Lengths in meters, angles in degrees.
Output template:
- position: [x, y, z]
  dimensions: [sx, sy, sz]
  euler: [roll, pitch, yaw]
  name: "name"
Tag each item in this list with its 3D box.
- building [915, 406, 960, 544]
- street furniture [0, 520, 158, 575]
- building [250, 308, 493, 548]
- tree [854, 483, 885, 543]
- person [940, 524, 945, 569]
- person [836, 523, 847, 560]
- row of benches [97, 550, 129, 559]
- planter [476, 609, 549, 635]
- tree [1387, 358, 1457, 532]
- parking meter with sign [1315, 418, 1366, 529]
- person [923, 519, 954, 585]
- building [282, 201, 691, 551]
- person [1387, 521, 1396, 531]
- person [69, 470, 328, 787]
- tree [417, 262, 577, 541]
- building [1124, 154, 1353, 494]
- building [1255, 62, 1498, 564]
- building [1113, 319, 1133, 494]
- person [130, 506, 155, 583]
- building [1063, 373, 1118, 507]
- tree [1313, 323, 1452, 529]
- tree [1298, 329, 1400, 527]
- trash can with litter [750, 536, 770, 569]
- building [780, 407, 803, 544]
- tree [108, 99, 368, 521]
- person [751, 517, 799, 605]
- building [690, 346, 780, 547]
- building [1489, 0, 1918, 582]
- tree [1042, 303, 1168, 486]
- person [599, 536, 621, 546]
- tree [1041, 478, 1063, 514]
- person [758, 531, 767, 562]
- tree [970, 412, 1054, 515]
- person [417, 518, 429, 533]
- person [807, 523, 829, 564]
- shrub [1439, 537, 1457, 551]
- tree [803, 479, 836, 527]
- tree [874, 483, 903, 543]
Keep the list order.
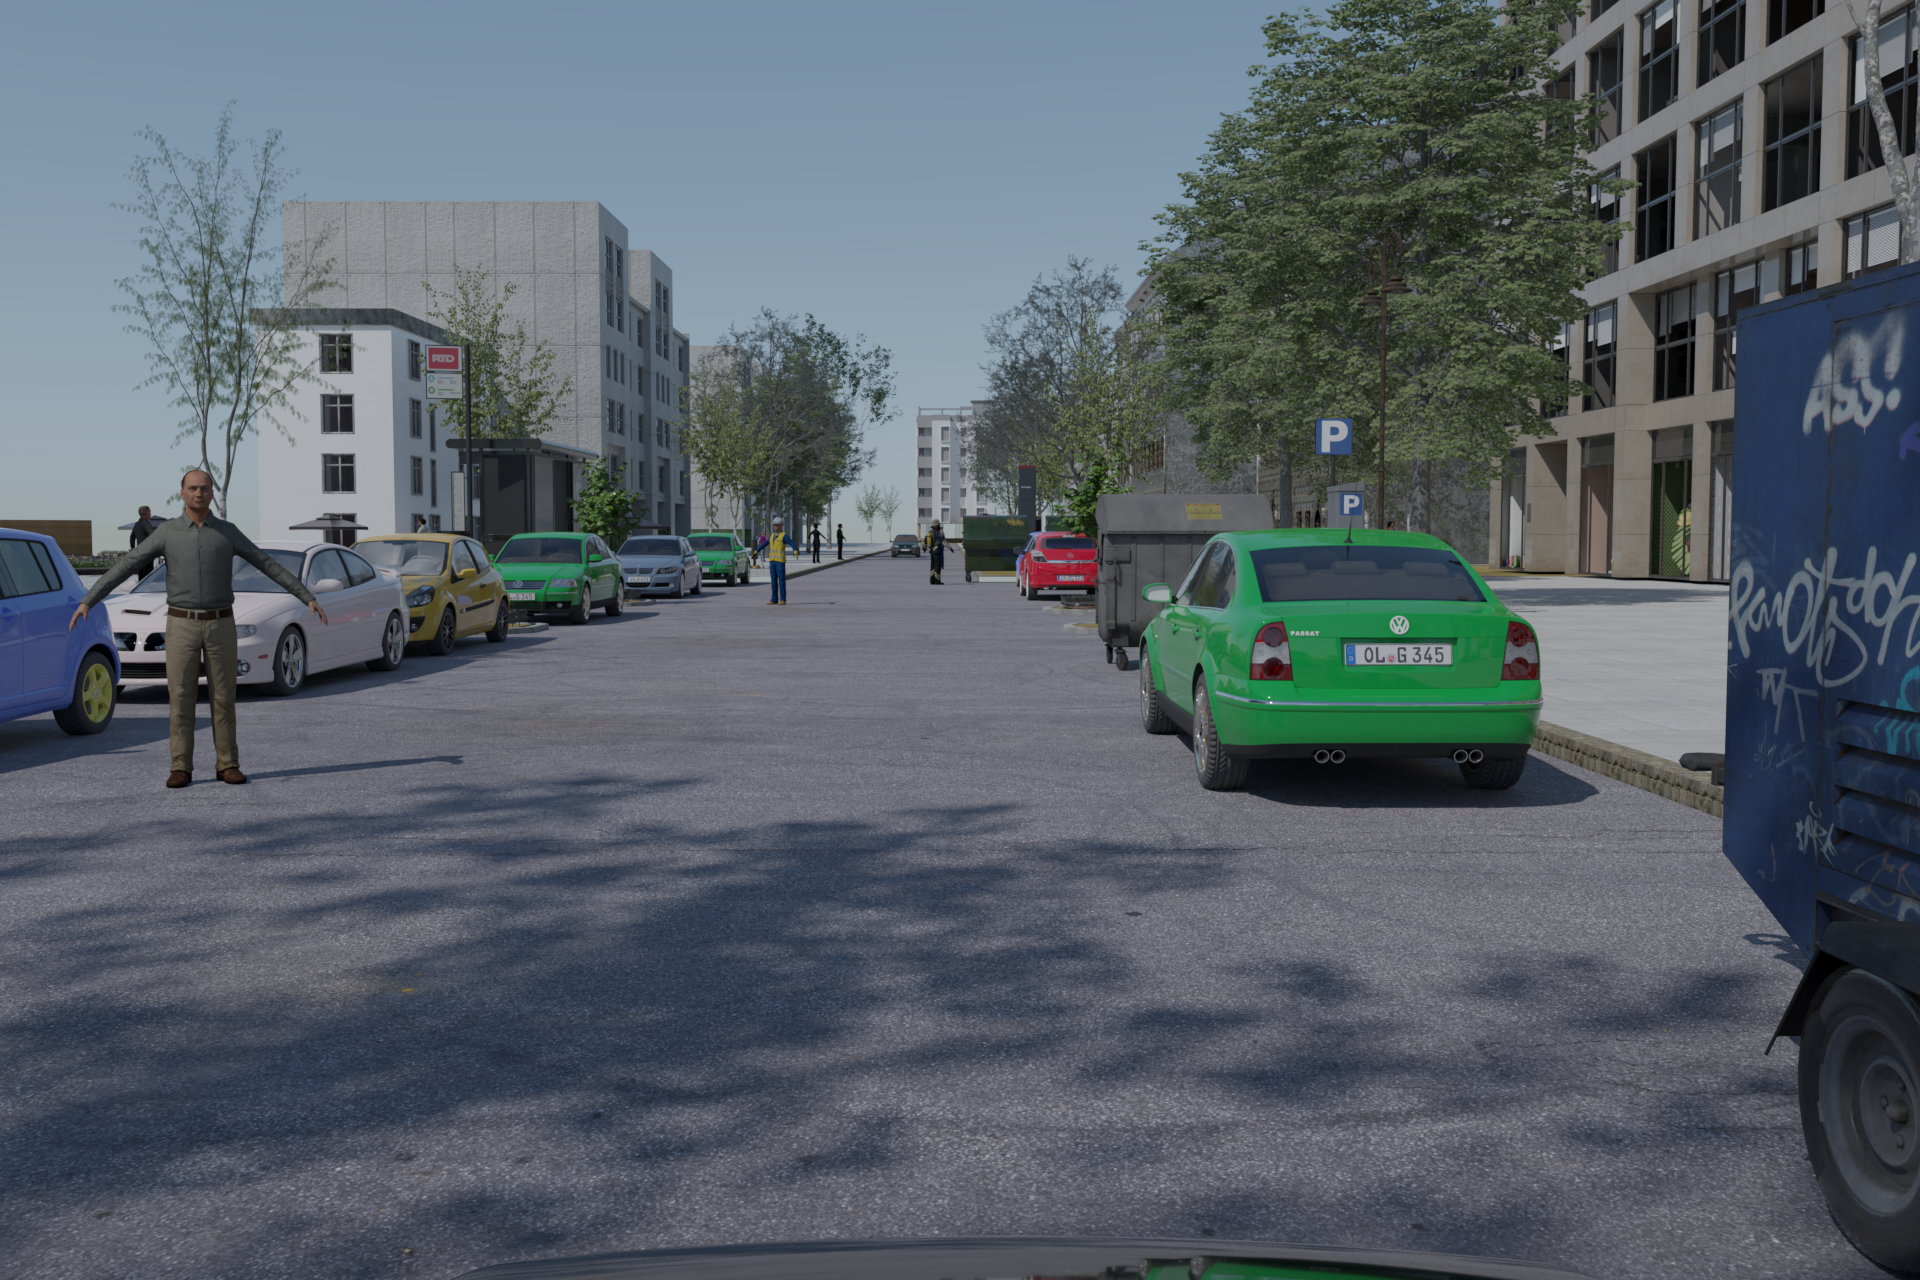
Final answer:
- position: [-6.054, -23.785, 247.767]
  dimensions: [11.380, 20.090, 16.016]
  euler: [0, 4, -1]
  name: "building"
- position: [-29.233, -2.937, 54.880]
  dimensions: [11.010, 1.723, 9.812]
  euler: [-3, 5, -44]
  name: "street furniture"
- position: [-25.659, -8.342, 78.533]
  dimensions: [9.099, 9.664, 28.070]
  euler: [0, 4, 0]
  name: "building"
- position: [-12.770, -17.977, 244.292]
  dimensions: [4.737, 8.622, 4.395]
  euler: [0, 3, 0]
  name: "tree"
- position: [-0.806, -3.816, 70.708]
  dimensions: [0.705, 1.847, 1.347]
  euler: [1, 4, 15]
  name: "person"
- position: [-5.924, -4.883, 86.021]
  dimensions: [0.705, 1.806, 1.347]
  euler: [-1, 4, -21]
  name: "person"
- position: [-32.148, -3.090, 65.987]
  dimensions: [1.422, 0.672, 4.104]
  euler: [-3, 4, -36]
  name: "row of benches"
- position: [-7.168, -0.267, 25.511]
  dimensions: [1.991, 0.319, 1.994]
  euler: [0, 4, 0]
  name: "planter"
- position: [17.893, -7.247, 68.859]
  dimensions: [4.360, 8.622, 3.978]
  euler: [0, 3, 0]
  name: "tree"
- position: [5.629, -1.780, 25.363]
  dimensions: [0.543, 3.016, 1.738]
  euler: [0, 3, 0]
  name: "parking meter with sign"
- position: [-0.657, -2.483, 48.841]
  dimensions: [0.705, 1.856, 1.354]
  euler: [-3, 4, -38]
  name: "person"
- position: [-27.587, -14.773, 107.995]
  dimensions: [16.747, 18.905, 31.486]
  euler: [0, 4, 0]
  name: "building"
- position: [18.065, -4.058, 72.492]
  dimensions: [1.345, 1.843, 0.704]
  euler: [-2, 4, -25]
  name: "person"
- position: [-4.337, -0.072, 9.902]
  dimensions: [1.348, 1.796, 0.705]
  euler: [-2, 4, -28]
  name: "person"
- position: [-12.719, -5.910, 46.984]
  dimensions: [4.737, 8.622, 4.395]
  euler: [0, 3, 0]
  name: "tree"
- position: [20.657, -16.794, 105.510]
  dimensions: [19.493, 23.208, 18.063]
  euler: [0, 4, -1]
  name: "building"
- position: [25.010, -15.332, 81.609]
  dimensions: [19.493, 23.208, 18.063]
  euler: [0, 4, -1]
  name: "building"
- position: [21.473, -18.001, 125.239]
  dimensions: [19.493, 23.208, 18.063]
  euler: [0, 4, 0]
  name: "building"
- position: [-15.100, -1.590, 32.172]
  dimensions: [1.348, 1.807, 0.705]
  euler: [3, 4, 37]
  name: "person"
- position: [21.306, -20.341, 199.029]
  dimensions: [16.747, 18.905, 31.486]
  euler: [0, 4, -1]
  name: "building"
- position: [12.414, -6.309, 53.519]
  dimensions: [4.360, 8.622, 3.978]
  euler: [0, 3, 0]
  name: "tree"
- position: [13.479, -6.806, 61.634]
  dimensions: [4.360, 8.622, 3.978]
  euler: [0, 3, 0]
  name: "tree"
- position: [-7.522, -3.279, 64.670]
  dimensions: [1.678, 1.210, 2.233]
  euler: [0, 4, -1]
  name: "trash can with litter"
- position: [-29.415, -21.298, 214.677]
  dimensions: [16.747, 18.905, 31.486]
  euler: [0, 4, 0]
  name: "building"
- position: [-12.995, -4.863, 29.877]
  dimensions: [4.360, 8.622, 3.978]
  euler: [0, 3, 0]
  name: "tree"
- position: [-3.731, -1.597, 35.026]
  dimensions: [1.216, 1.772, 0.721]
  euler: [2, 4, 34]
  name: "person"
- position: [-28.712, -19.083, 178.457]
  dimensions: [16.747, 18.905, 31.486]
  euler: [0, 4, 1]
  name: "building"
- position: [27.722, -14.572, 41.461]
  dimensions: [19.350, 26.588, 34.151]
  euler: [0, 4, 0]
  name: "building"
- position: [4.672, -6.392, 54.873]
  dimensions: [4.737, 8.622, 4.395]
  euler: [0, 3, 0]
  name: "tree"
- position: [-11.214, -2.961, 54.537]
  dimensions: [0.705, 1.813, 1.348]
  euler: [2, 4, 29]
  name: "person"
- position: [15.506, -20.546, 246.298]
  dimensions: [12.009, 13.543, 11.850]
  euler: [0, 3, 0]
  name: "tree"
- position: [-9.036, -4.322, 79.926]
  dimensions: [0.599, 1.433, 0.991]
  euler: [2, 4, 31]
  name: "person"
- position: [4.484, -13.481, 146.172]
  dimensions: [9.928, 11.665, 9.643]
  euler: [0, 3, 0]
  name: "tree"
- position: [-17.954, -3.158, 57.818]
  dimensions: [0.705, 1.806, 1.347]
  euler: [1, 4, 11]
  name: "person"
- position: [-6.171, -4.178, 75.029]
  dimensions: [1.216, 1.740, 0.721]
  euler: [3, 4, 38]
  name: "person"
- position: [16.148, -2.867, 57.993]
  dimensions: [1.383, 1.207, 1.383]
  euler: [0, 3, 0]
  name: "shrub"
- position: [-22.519, -20.598, 243.434]
  dimensions: [9.857, 13.997, 8.962]
  euler: [0, 3, 0]
  name: "tree"
- position: [-9.804, -18.265, 248.986]
  dimensions: [4.360, 8.622, 3.978]
  euler: [0, 3, 0]
  name: "tree"
